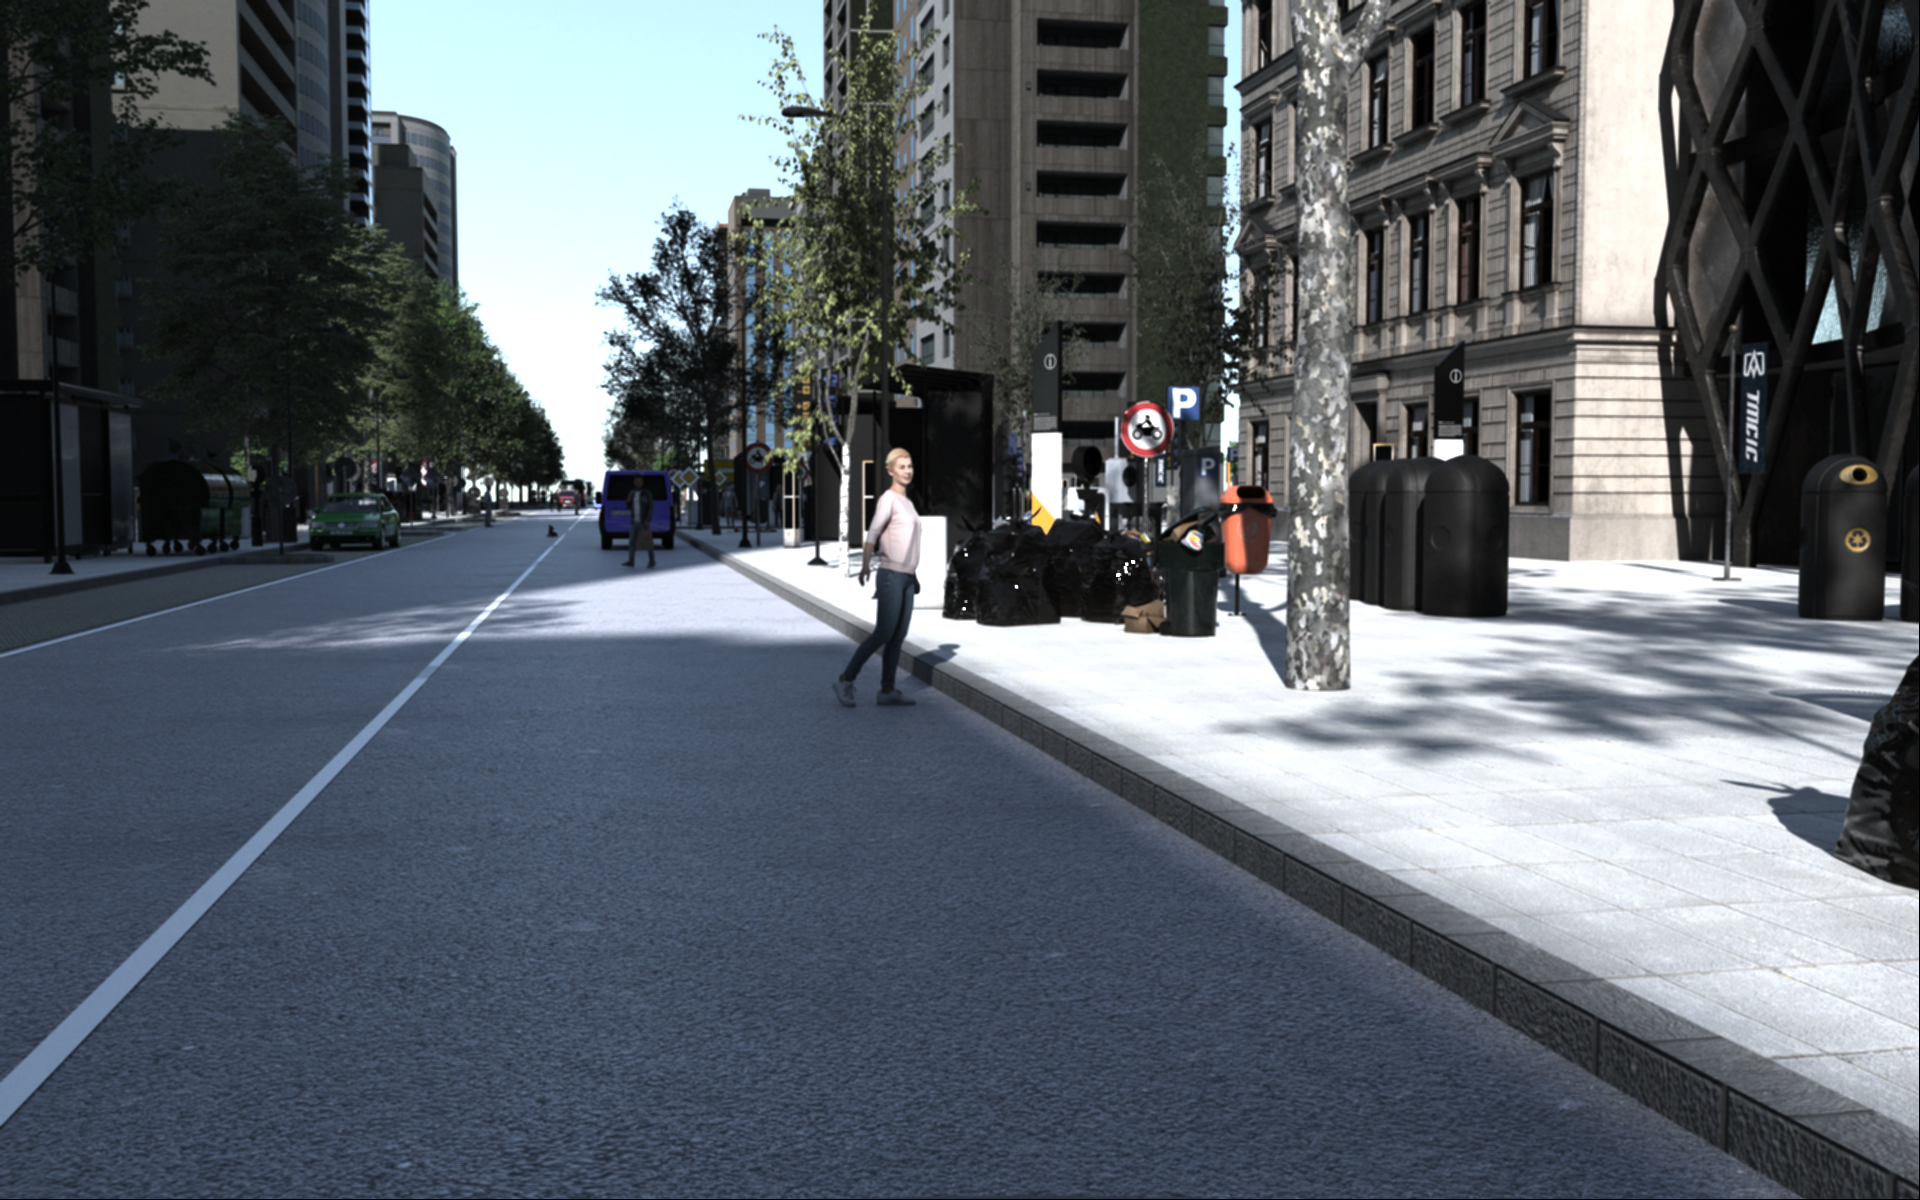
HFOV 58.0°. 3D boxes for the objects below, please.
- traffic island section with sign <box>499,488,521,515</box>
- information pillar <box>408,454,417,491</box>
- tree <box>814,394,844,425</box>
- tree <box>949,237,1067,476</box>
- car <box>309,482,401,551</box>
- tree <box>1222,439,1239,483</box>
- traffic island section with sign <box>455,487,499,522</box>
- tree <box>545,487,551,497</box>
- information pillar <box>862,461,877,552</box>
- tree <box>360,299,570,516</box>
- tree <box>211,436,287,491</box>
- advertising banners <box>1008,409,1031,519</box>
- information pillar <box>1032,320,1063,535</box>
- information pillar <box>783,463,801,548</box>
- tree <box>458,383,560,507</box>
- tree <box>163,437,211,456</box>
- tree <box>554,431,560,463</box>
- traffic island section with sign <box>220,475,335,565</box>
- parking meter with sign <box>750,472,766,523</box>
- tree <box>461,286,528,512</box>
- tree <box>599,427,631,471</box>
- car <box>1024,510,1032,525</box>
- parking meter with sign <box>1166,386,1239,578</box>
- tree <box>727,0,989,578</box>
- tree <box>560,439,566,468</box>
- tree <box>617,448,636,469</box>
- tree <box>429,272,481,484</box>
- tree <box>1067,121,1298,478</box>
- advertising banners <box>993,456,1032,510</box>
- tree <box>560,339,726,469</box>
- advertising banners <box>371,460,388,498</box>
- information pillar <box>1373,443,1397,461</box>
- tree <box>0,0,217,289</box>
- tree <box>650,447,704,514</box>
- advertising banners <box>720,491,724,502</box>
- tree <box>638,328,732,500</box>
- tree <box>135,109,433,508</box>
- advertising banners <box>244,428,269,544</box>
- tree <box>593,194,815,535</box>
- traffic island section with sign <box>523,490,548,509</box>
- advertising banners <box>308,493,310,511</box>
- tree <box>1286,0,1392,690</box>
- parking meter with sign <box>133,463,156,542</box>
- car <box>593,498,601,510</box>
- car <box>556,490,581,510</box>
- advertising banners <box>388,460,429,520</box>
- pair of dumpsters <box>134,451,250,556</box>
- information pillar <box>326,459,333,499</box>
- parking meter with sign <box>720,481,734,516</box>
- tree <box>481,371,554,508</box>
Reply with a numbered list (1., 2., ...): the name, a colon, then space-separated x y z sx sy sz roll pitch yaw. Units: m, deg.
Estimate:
1. traffic island section with sign: -30.703 -6.617 116.813 1.989 1.847 2.006 -1 4 -12
2. information pillar: -28.153 -5.983 89.169 0.504 3.616 0.183 -1 4 -21
3. tree: -8.772 -10.369 119.898 4.360 8.622 3.978 0 3 0
4. tree: 1.918 -6.025 48.873 4.360 8.622 3.978 0 3 0
5. car: -15.714 -2.219 45.069 1.959 1.807 4.718 -1 4 -10
6. tree: 14.548 -6.241 85.761 4.285 4.588 4.351 0 3 0
7. traffic island section with sign: -25.230 -4.987 90.166 1.989 1.847 2.006 -1 4 -12
8. tree: -65.577 -19.859 275.048 4.737 8.622 4.395 0 3 0
9. information pillar: -2.011 -2.077 38.454 0.304 2.012 0.304 0 4 -7
10. tree: -29.702 -11.214 100.349 9.611 12.733 9.660 0 3 0
11. tree: -38.481 -6.816 95.152 4.285 4.588 4.351 0 3 0
12. advertising banners: 1.187 -2.377 35.060 0.090 3.025 2.074 1 4 11
13. information pillar: 1.193 -1.967 23.522 0.504 3.616 0.183 3 5 44
14. information pillar: -3.999 -2.243 41.161 0.304 2.012 0.304 2 4 24
15. tree: -45.795 -16.118 173.903 12.009 13.543 11.850 0 3 0
16. tree: -44.527 -7.142 100.477 4.285 4.588 4.351 0 3 0
17. tree: -50.697 -17.121 198.060 7.486 12.596 7.792 0 3 0
18. traffic island section with sign: -14.115 -1.671 35.945 1.989 1.847 2.006 -1 4 -12
19. parking meter with sign: -8.954 -4.940 77.022 0.543 3.016 1.738 -2 4 -30
20. tree: -25.647 -9.563 82.107 9.928 11.665 9.643 0 3 0
21. tree: -46.602 -19.474 244.147 9.928 11.665 9.643 0 3 0
22. car: 4.804 -3.528 69.678 4.499 1.417 2.014 -1 4 -13
23. parking meter with sign: 3.778 -1.900 27.331 0.543 3.016 1.738 -1 4 -12
24. tree: -1.689 -4.657 26.506 4.737 8.622 4.395 0 3 0
25. tree: -61.551 -20.578 254.573 7.486 12.596 7.792 0 3 0
26. tree: -35.395 -14.826 192.765 4.737 8.622 4.395 0 3 0
27. tree: -24.607 -9.465 72.882 7.486 12.596 7.792 0 3 0
28. tree: 5.057 -5.196 35.325 4.360 8.622 3.978 0 3 0
29. advertising banners: 2.475 -5.082 79.271 2.074 3.025 0.090 2 4 25
30. tree: -22.019 -13.446 130.209 12.009 13.543 11.850 0 3 0
31. advertising banners: -29.057 -5.630 88.231 2.074 3.025 0.090 -2 4 -25
32. information pillar: 6.196 -1.272 25.297 0.304 2.012 0.304 1 4 23
33. tree: -13.221 -5.831 21.086 9.928 11.665 9.643 0 3 0
34. tree: -18.212 -7.812 111.440 4.285 4.588 4.351 0 3 0
35. advertising banners: -13.782 -6.646 104.846 2.074 3.025 0.090 -1 4 -22
36. tree: -11.717 -7.561 73.989 4.360 8.622 3.978 0 3 0
37. tree: -20.821 -8.205 52.286 7.486 12.596 7.792 0 3 0
38. advertising banners: -18.483 -3.016 45.498 0.090 3.025 2.074 -3 4 -36
39. tree: -8.050 -7.347 54.535 7.601 10.594 8.767 0 4 -2
40. traffic island section with sign: -40.745 -9.611 165.772 1.989 1.847 2.006 -1 4 -12
41. advertising banners: -50.094 -8.212 130.459 2.074 3.025 0.090 -1 4 -16
42. tree: 1.450 -9.409 9.719 12.611 20.169 13.585 0 3 0
43. parking meter with sign: -22.323 -3.037 45.922 1.738 3.016 0.543 -1 4 -8
44. car: -32.603 -9.111 158.562 1.945 1.707 3.694 -1 4 -12
45. car: -35.433 -9.053 156.694 2.281 1.827 5.304 -1 4 -11
46. advertising banners: -27.656 -5.562 87.134 2.074 3.025 0.090 1 4 9
47. pair of dumpsters: -16.636 -2.147 37.603 1.574 2.255 4.437 -1 4 -11
48. information pillar: -40.550 -7.347 111.478 0.183 3.616 0.504 2 4 28
49. parking meter with sign: -13.233 -6.320 99.586 0.543 3.016 1.738 -3 5 -43
50. tree: -40.902 -14.462 154.575 7.486 12.596 7.792 0 3 0
